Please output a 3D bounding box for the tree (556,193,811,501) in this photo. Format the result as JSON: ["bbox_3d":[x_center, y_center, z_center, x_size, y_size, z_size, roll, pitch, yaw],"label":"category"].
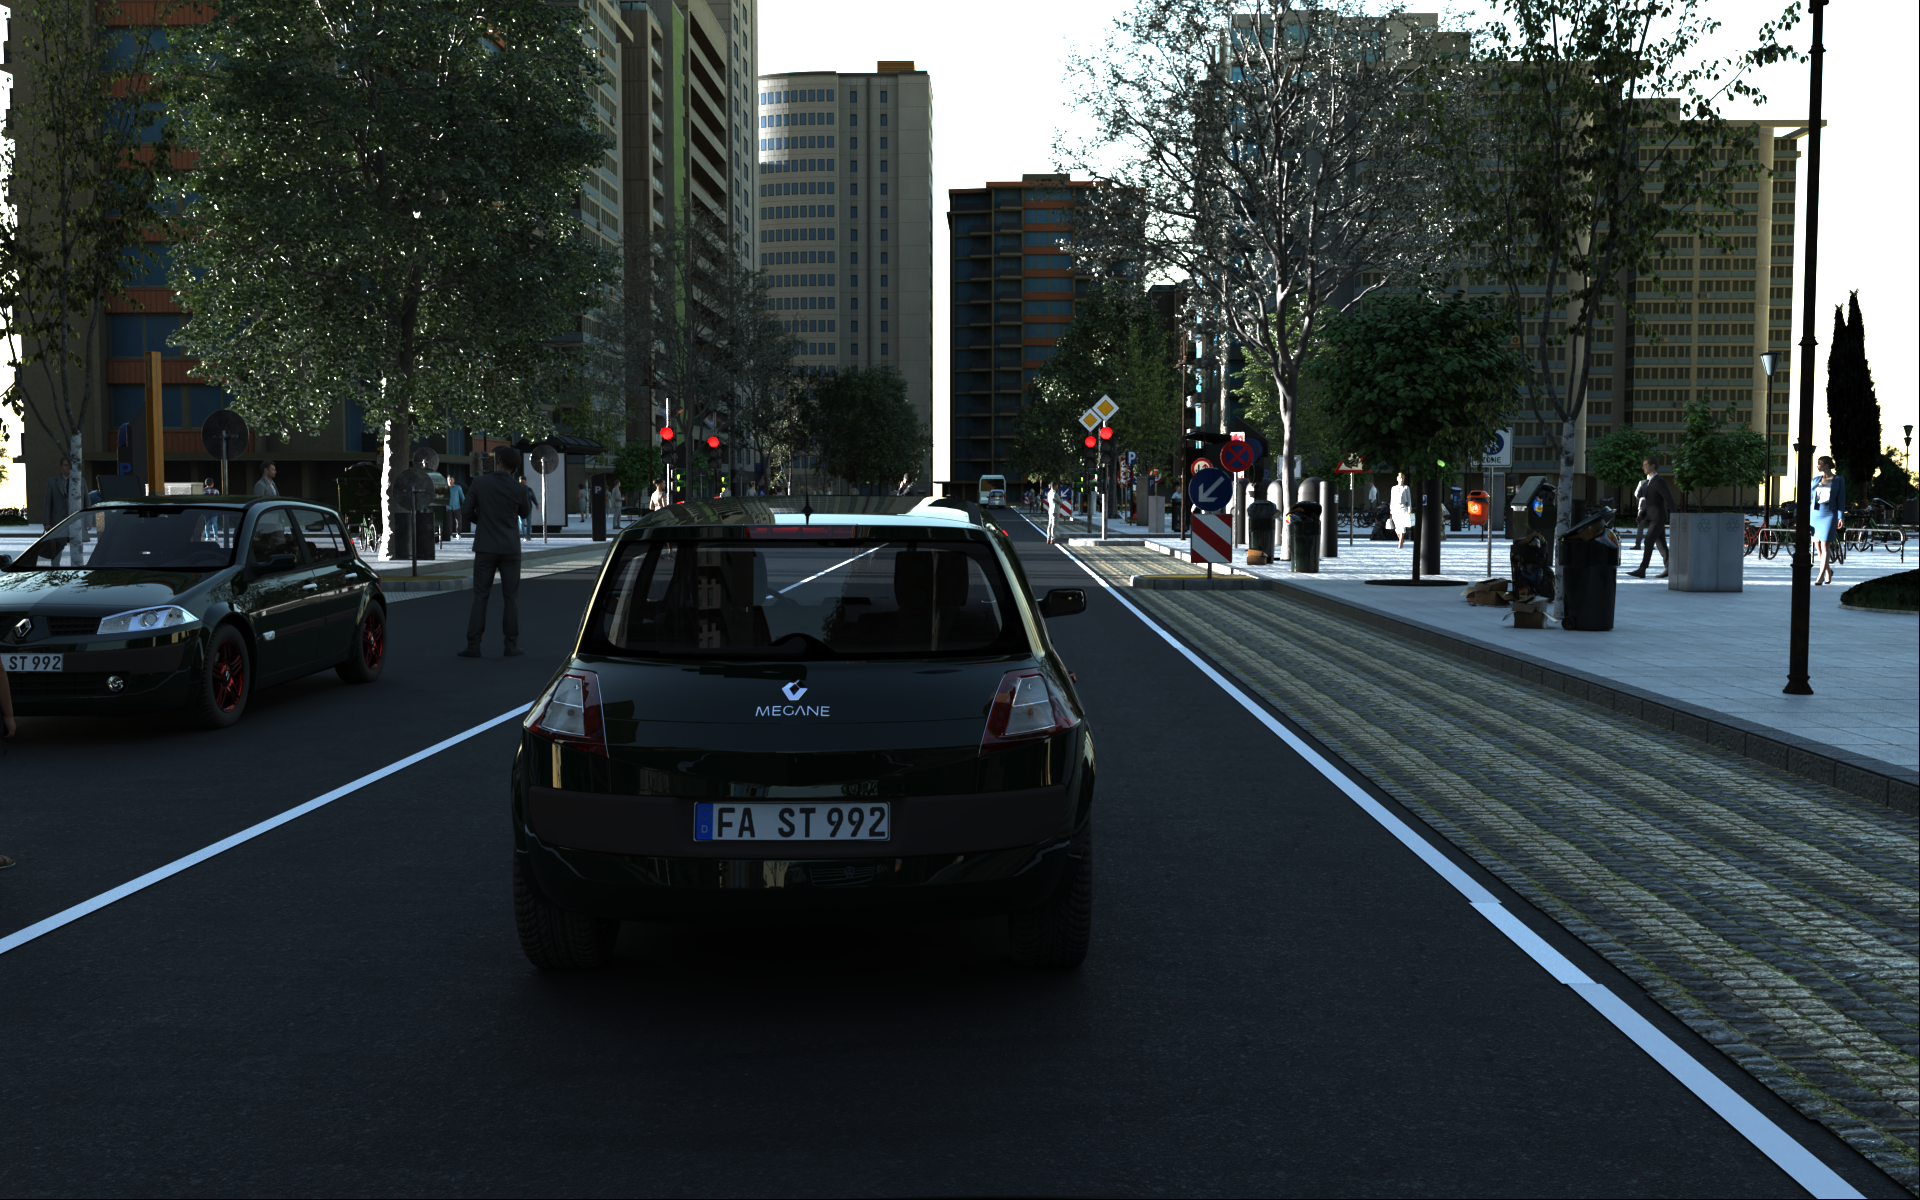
[{"bbox_3d":[-10.939,-9.769,70.087,12.009,13.543,11.850,0,3,0],"label":"tree"}]

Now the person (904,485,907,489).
[{"bbox_3d":[-2.115,-3.791,70.821,0.599,1.781,0.374,-1,4,-20],"label":"person"}]

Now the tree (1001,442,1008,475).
[{"bbox_3d":[8.105,-13.907,144.383,9.611,12.733,9.660,0,3,0],"label":"tree"}]

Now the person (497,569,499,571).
[{"bbox_3d":[-8.690,-1.444,32.305,0.583,1.804,0.606,3,5,44],"label":"person"}]

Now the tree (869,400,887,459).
[{"bbox_3d":[-9.587,-11.582,123.784,7.601,10.594,8.767,2,4,33],"label":"tree"}]

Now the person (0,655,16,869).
[{"bbox_3d":[-3.804,0.402,6.598,0.362,1.253,0.373,0,4,5],"label":"person"}]

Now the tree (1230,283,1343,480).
[{"bbox_3d":[18.139,-10.683,92.793,7.486,12.596,7.792,0,3,0],"label":"tree"}]

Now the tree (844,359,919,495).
[{"bbox_3d":[-8.427,-15.832,165.508,9.857,13.997,8.962,0,3,0],"label":"tree"}]

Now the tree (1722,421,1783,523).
[{"bbox_3d":[34.729,-5.689,76.726,4.285,4.588,4.351,0,3,0],"label":"tree"}]

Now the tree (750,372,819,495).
[{"bbox_3d":[-9.999,-9.105,99.221,4.360,8.622,3.978,0,3,0],"label":"tree"}]

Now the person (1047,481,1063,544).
[{"bbox_3d":[2.755,-2.508,49.682,0.466,1.800,0.511,-2,4,-32],"label":"person"}]

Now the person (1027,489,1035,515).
[{"bbox_3d":[4.908,-6.758,119.171,0.526,1.800,0.537,-1,4,-10],"label":"person"}]

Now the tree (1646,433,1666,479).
[{"bbox_3d":[29.691,-5.725,77.322,4.285,4.588,4.351,0,3,0],"label":"tree"}]

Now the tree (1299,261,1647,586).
[{"bbox_3d":[6.441,-2.500,24.582,4.285,4.588,4.351,0,3,0],"label":"tree"}]

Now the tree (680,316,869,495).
[{"bbox_3d":[-9.745,-9.368,87.573,8.767,10.594,7.601,-1,4,-14],"label":"tree"}]

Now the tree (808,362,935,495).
[{"bbox_3d":[-8.821,-14.268,150.295,9.611,12.733,9.660,0,3,0],"label":"tree"}]

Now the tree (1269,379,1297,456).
[{"bbox_3d":[17.451,-8.273,85.634,4.360,8.622,3.978,0,3,0],"label":"tree"}]

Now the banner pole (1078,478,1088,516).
[{"bbox_3d":[7.363,-6.847,101.967,0.863,3.779,0.401,2,4,34],"label":"banner pole"}]

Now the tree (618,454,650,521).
[{"bbox_3d":[-15.774,-5.358,82.200,1.663,3.219,1.824,0,3,0],"label":"tree"}]

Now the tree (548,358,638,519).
[{"bbox_3d":[-19.085,-8.510,89.497,4.737,8.622,4.395,0,3,0],"label":"tree"}]

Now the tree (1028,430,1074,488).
[{"bbox_3d":[9.886,-17.087,197.491,7.486,12.596,7.792,0,3,0],"label":"tree"}]

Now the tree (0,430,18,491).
[{"bbox_3d":[-62.767,-9.800,123.128,11.467,7.101,20.602,0,4,6],"label":"tree"}]

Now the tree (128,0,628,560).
[{"bbox_3d":[-10.956,-7.763,33.586,9.857,13.997,8.962,0,3,0],"label":"tree"}]

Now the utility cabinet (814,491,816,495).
[{"bbox_3d":[-11.019,-7.361,129.038,0.318,1.500,1.173,-1,4,-19],"label":"utility cabinet"}]

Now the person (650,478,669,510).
[{"bbox_3d":[-6.498,-1.782,37.980,0.599,1.781,0.374,3,5,40],"label":"person"}]

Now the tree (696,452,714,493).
[{"bbox_3d":[-17.774,-7.806,111.349,4.285,4.588,4.351,0,3,0],"label":"tree"}]

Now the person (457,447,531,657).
[{"bbox_3d":[-4.144,-0.434,15.395,0.655,1.846,0.447,-1,4,-19],"label":"person"}]

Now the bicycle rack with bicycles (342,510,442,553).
[{"bbox_3d":[-12.848,-1.565,38.973,2.852,0.926,2.925,-1,4,-10],"label":"bicycle rack with bicycles"}]

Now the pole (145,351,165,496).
[{"bbox_3d":[-11.554,-1.899,24.884,0.158,3.312,0.155,0,3,0],"label":"pole"}]

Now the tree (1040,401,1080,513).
[{"bbox_3d":[7.723,-10.183,116.851,4.360,8.622,3.978,0,3,0],"label":"tree"}]

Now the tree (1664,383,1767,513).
[{"bbox_3d":[12.966,-2.186,30.344,1.663,3.219,1.824,0,3,0],"label":"tree"}]

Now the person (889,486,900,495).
[{"bbox_3d":[-2.818,-4.111,75.898,0.473,1.802,0.592,-3,5,-44],"label":"person"}]

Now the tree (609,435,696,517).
[{"bbox_3d":[-17.974,-6.912,96.719,4.285,4.588,4.351,0,3,0],"label":"tree"}]

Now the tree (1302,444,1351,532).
[{"bbox_3d":[12.606,-3.892,58.229,1.663,3.219,1.824,0,3,0],"label":"tree"}]

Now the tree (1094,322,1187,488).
[{"bbox_3d":[7.821,-7.526,73.417,4.737,8.622,4.395,0,3,0],"label":"tree"}]

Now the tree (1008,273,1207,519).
[{"bbox_3d":[7.959,-10.578,89.953,9.611,12.733,9.660,0,3,0],"label":"tree"}]

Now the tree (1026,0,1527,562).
[{"bbox_3d":[6.296,-7.508,33.133,12.009,13.543,11.850,0,3,0],"label":"tree"}]

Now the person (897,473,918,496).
[{"bbox_3d":[-1.198,-1.938,39.542,0.474,1.900,0.648,0,4,4],"label":"person"}]

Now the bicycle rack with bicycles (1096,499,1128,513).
[{"bbox_3d":[10.399,-6.535,120.234,2.925,0.926,2.852,3,4,36],"label":"bicycle rack with bicycles"}]

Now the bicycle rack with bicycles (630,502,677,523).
[{"bbox_3d":[-13.544,-3.926,77.575,2.852,0.926,2.925,-2,4,-25],"label":"bicycle rack with bicycles"}]

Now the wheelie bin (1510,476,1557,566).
[{"bbox_3d":[10.272,-1.408,30.935,0.693,1.594,0.980,-1,4,-8],"label":"wheelie bin"}]

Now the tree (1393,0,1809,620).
[{"bbox_3d":[6.306,-4.119,17.712,4.360,8.622,3.978,0,3,0],"label":"tree"}]

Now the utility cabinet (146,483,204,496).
[{"bbox_3d":[-15.144,-1.513,33.413,1.173,1.500,0.318,1,4,23],"label":"utility cabinet"}]

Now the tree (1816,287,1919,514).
[{"bbox_3d":[62.726,-13.058,115.321,13.155,14.587,18.604,0,4,1],"label":"tree"}]

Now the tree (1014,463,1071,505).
[{"bbox_3d":[9.548,-16.740,208.105,8.767,10.594,7.601,3,5,40],"label":"tree"}]

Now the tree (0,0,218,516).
[{"bbox_3d":[-11.130,-4.339,21.309,4.360,8.622,3.978,0,3,0],"label":"tree"}]

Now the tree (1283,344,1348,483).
[{"bbox_3d":[16.726,-7.796,77.828,4.737,8.622,4.395,0,3,0],"label":"tree"}]

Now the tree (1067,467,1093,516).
[{"bbox_3d":[7.474,-6.692,104.013,1.663,3.219,1.824,0,3,0],"label":"tree"}]

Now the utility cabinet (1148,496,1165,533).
[{"bbox_3d":[6.559,-2.848,57.725,0.306,1.237,1.020,-1,4,-10],"label":"utility cabinet"}]
